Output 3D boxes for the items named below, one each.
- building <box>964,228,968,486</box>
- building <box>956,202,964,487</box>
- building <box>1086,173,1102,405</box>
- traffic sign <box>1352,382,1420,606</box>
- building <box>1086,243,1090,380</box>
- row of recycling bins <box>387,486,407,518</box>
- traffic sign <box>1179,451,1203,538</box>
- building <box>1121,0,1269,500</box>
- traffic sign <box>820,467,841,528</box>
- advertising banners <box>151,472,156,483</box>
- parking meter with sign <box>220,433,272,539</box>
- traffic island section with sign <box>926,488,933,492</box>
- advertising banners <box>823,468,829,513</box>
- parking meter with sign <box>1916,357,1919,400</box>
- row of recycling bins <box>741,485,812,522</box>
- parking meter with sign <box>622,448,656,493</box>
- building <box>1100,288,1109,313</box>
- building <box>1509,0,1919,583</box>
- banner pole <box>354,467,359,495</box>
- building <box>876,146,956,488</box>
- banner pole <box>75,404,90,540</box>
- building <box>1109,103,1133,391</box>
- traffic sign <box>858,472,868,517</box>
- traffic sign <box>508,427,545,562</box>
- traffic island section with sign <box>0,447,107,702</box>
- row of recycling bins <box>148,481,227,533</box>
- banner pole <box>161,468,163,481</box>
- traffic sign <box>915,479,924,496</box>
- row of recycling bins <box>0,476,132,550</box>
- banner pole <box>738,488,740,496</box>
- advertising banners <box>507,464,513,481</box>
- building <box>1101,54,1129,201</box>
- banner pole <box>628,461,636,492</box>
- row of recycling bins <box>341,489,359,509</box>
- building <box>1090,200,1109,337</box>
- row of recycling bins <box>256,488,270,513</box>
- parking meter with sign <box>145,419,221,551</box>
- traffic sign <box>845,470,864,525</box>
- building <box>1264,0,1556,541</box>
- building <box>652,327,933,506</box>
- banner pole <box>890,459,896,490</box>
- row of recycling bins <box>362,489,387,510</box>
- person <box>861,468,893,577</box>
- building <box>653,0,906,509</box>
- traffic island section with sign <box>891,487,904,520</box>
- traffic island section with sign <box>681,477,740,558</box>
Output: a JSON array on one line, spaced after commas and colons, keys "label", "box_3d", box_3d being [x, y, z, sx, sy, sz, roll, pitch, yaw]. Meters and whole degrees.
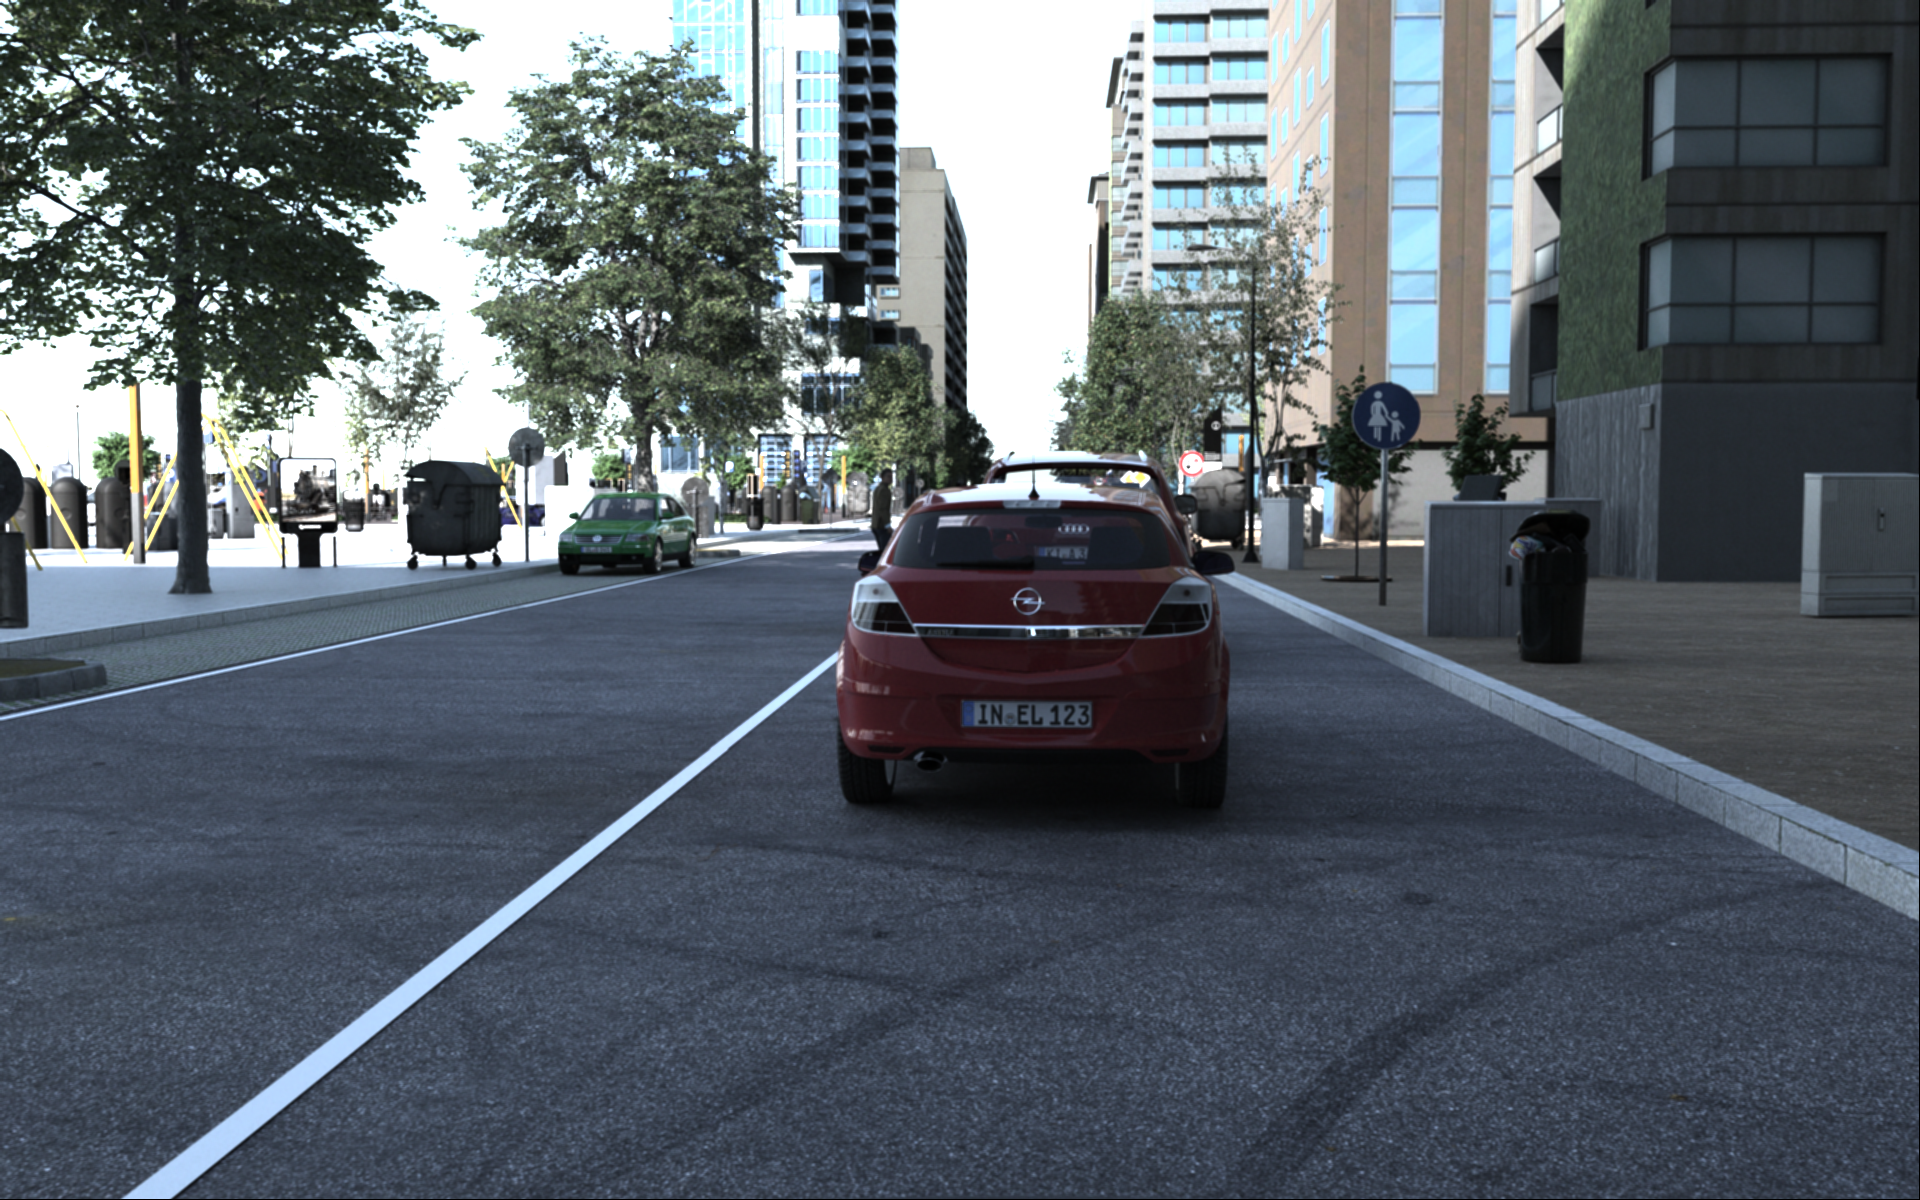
[{"label": "building", "box_3d": [-9.829, -40.674, 288.726, 21.300, 48.544, 21.600, 0, 4, 3]}, {"label": "building", "box_3d": [-10.935, -39.313, 266.471, 21.300, 48.544, 21.600, 0, 4, 3]}, {"label": "building", "box_3d": [34.813, -42.042, 276.630, 28.713, 52.752, 27.495, 0, 4, 3]}, {"label": "traffic sign", "box_3d": [4.866, -1.208, 19.858, 0.768, 2.556, 0.104, 0, 4, 6]}, {"label": "building", "box_3d": [28.852, -39.652, 298.412, 14.600, 45.320, 14.200, 0, 4, 3]}, {"label": "row of recycling bins", "box_3d": [-30.028, -5.261, 93.130, 1.069, 1.692, 3.534, -1, 4, -21]}, {"label": "traffic sign", "box_3d": [6.829, -3.111, 50.965, 0.768, 2.556, 0.104, 0, 4, 8]}, {"label": "building", "box_3d": [26.509, -33.119, 161.096, 23.786, 49.044, 30.456, 0, 4, 3]}, {"label": "traffic sign", "box_3d": [-4.818, -3.731, 64.638, 0.795, 2.450, 0.064, 0, 4, 3]}, {"label": "advertising banners", "box_3d": [-64.243, -8.574, 136.371, 2.074, 3.025, 0.090, 0, 4, -3]}, {"label": "parking meter with sign", "box_3d": [-20.583, -3.253, 49.444, 1.738, 3.016, 0.543, -3, 5, -44]}, {"label": "traffic island section with sign", "box_3d": [-2.045, -6.935, 122.022, 1.989, 1.847, 2.006, 0, 4, 3]}, {"label": "advertising banners", "box_3d": [-8.918, -7.297, 115.497, 0.090, 3.025, 2.074, -1, 4, -15]}, {"label": "parking meter with sign", "box_3d": [12.824, -1.539, 21.429, 0.543, 3.016, 1.738, -2, 4, -35]}, {"label": "row of recycling bins", "box_3d": [-8.485, -4.531, 81.194, 3.534, 1.692, 1.069, 0, 4, -6]}, {"label": "parking meter with sign", "box_3d": [-11.879, -4.236, 65.517, 1.738, 3.016, 0.543, 1, 4, 20]}, {"label": "building", "box_3d": [26.517, -28.786, 242.357, 14.160, 30.474, 14.107, 0, 4, 3]}, {"label": "building", "box_3d": [17.479, -21.213, 30.430, 14.154, 41.232, 14.086, 0, 4, 3]}, {"label": "banner pole", "box_3d": [-49.594, -9.311, 142.255, 0.863, 3.779, 0.401, 3, 5, 41]}, {"label": "building", "box_3d": [-12.166, -37.997, 244.946, 21.300, 48.544, 21.600, 0, 4, 3]}, {"label": "banner pole", "box_3d": [-24.601, -3.571, 48.407, 0.401, 3.779, 0.863, -2, 4, -24]}, {"label": "building", "box_3d": [22.827, -30.631, 184.407, 14.154, 41.232, 14.086, 0, 4, 3]}, {"label": "traffic sign", "box_3d": [-5.589, -6.021, 98.554, 0.768, 2.556, 0.104, 1, 4, 10]}, {"label": "traffic sign", "box_3d": [-8.232, -2.003, 32.862, 0.768, 2.556, 0.104, 1, 4, 12]}, {"label": "traffic island section with sign", "box_3d": [-7.392, -0.236, 12.486, 1.989, 1.847, 2.006, 0, 4, 3]}, {"label": "row of recycling bins", "box_3d": [-24.948, -3.008, 56.298, 1.069, 1.692, 3.534, 1, 4, 17]}, {"label": "banner pole", "box_3d": [-67.345, -9.527, 145.785, 0.863, 3.779, 0.401, 1, 4, 10]}, {"label": "traffic sign", "box_3d": [-3.357, -8.796, 143.918, 0.768, 2.556, 0.104, 0, 4, 5]}, {"label": "row of recycling bins", "box_3d": [-21.215, -2.036, 40.398, 3.534, 1.692, 1.069, -1, 4, -15]}, {"label": "banner pole", "box_3d": [-17.625, -9.148, 139.580, 0.863, 3.779, 0.401, 1, 4, 19]}, {"label": "advertising banners", "box_3d": [-25.937, -6.451, 101.661, 0.090, 3.025, 2.074, 1, 4, 20]}, {"label": "building", "box_3d": [31.898, -37.646, 204.753, 28.713, 52.752, 27.495, 0, 4, 3]}, {"label": "banner pole", "box_3d": [-24.606, -8.544, 129.710, 0.863, 3.779, 0.401, -1, 4, -13]}, {"label": "row of recycling bins", "box_3d": [-51.380, -8.682, 149.062, 3.534, 1.692, 1.069, -2, 4, -27]}, {"label": "building", "box_3d": [27.162, -37.082, 256.396, 14.600, 45.320, 14.200, 0, 4, 3]}, {"label": "row of recycling bins", "box_3d": [-43.917, -6.276, 109.731, 3.534, 1.692, 1.069, 2, 4, 33]}, {"label": "parking meter with sign", "box_3d": [-17.898, -2.658, 39.719, 0.543, 3.016, 1.738, 1, 4, 18]}, {"label": "traffic sign", "box_3d": [-4.429, -4.218, 72.614, 0.795, 2.450, 0.064, 0, 4, 3]}, {"label": "building", "box_3d": [17.269, -24.607, 52.443, 14.600, 45.320, 14.200, 0, 4, 3]}, {"label": "building", "box_3d": [-17.766, -21.380, 194.600, 27.650, 21.520, 28.899, 0, 4, 3]}, {"label": "banner pole", "box_3d": [-4.719, -8.042, 121.508, 0.401, 3.779, 0.863, -3, 4, -39]}, {"label": "row of recycling bins", "box_3d": [-43.865, -7.639, 132.017, 1.069, 1.692, 3.534, 2, 4, 26]}, {"label": "person", "box_3d": [-1.227, -1.149, 27.194, 0.656, 1.842, 0.836, 3, 5, 40]}, {"label": "building", "box_3d": [-15.881, -51.981, 162.565, 22.319, 86.520, 31.000, 0, 4, 3]}, {"label": "traffic island section with sign", "box_3d": [-3.365, -5.289, 95.099, 1.989, 1.847, 2.006, 0, 4, 3]}, {"label": "traffic island section with sign", "box_3d": [-6.069, -1.883, 39.409, 1.989, 1.847, 2.006, 0, 4, 3]}]
